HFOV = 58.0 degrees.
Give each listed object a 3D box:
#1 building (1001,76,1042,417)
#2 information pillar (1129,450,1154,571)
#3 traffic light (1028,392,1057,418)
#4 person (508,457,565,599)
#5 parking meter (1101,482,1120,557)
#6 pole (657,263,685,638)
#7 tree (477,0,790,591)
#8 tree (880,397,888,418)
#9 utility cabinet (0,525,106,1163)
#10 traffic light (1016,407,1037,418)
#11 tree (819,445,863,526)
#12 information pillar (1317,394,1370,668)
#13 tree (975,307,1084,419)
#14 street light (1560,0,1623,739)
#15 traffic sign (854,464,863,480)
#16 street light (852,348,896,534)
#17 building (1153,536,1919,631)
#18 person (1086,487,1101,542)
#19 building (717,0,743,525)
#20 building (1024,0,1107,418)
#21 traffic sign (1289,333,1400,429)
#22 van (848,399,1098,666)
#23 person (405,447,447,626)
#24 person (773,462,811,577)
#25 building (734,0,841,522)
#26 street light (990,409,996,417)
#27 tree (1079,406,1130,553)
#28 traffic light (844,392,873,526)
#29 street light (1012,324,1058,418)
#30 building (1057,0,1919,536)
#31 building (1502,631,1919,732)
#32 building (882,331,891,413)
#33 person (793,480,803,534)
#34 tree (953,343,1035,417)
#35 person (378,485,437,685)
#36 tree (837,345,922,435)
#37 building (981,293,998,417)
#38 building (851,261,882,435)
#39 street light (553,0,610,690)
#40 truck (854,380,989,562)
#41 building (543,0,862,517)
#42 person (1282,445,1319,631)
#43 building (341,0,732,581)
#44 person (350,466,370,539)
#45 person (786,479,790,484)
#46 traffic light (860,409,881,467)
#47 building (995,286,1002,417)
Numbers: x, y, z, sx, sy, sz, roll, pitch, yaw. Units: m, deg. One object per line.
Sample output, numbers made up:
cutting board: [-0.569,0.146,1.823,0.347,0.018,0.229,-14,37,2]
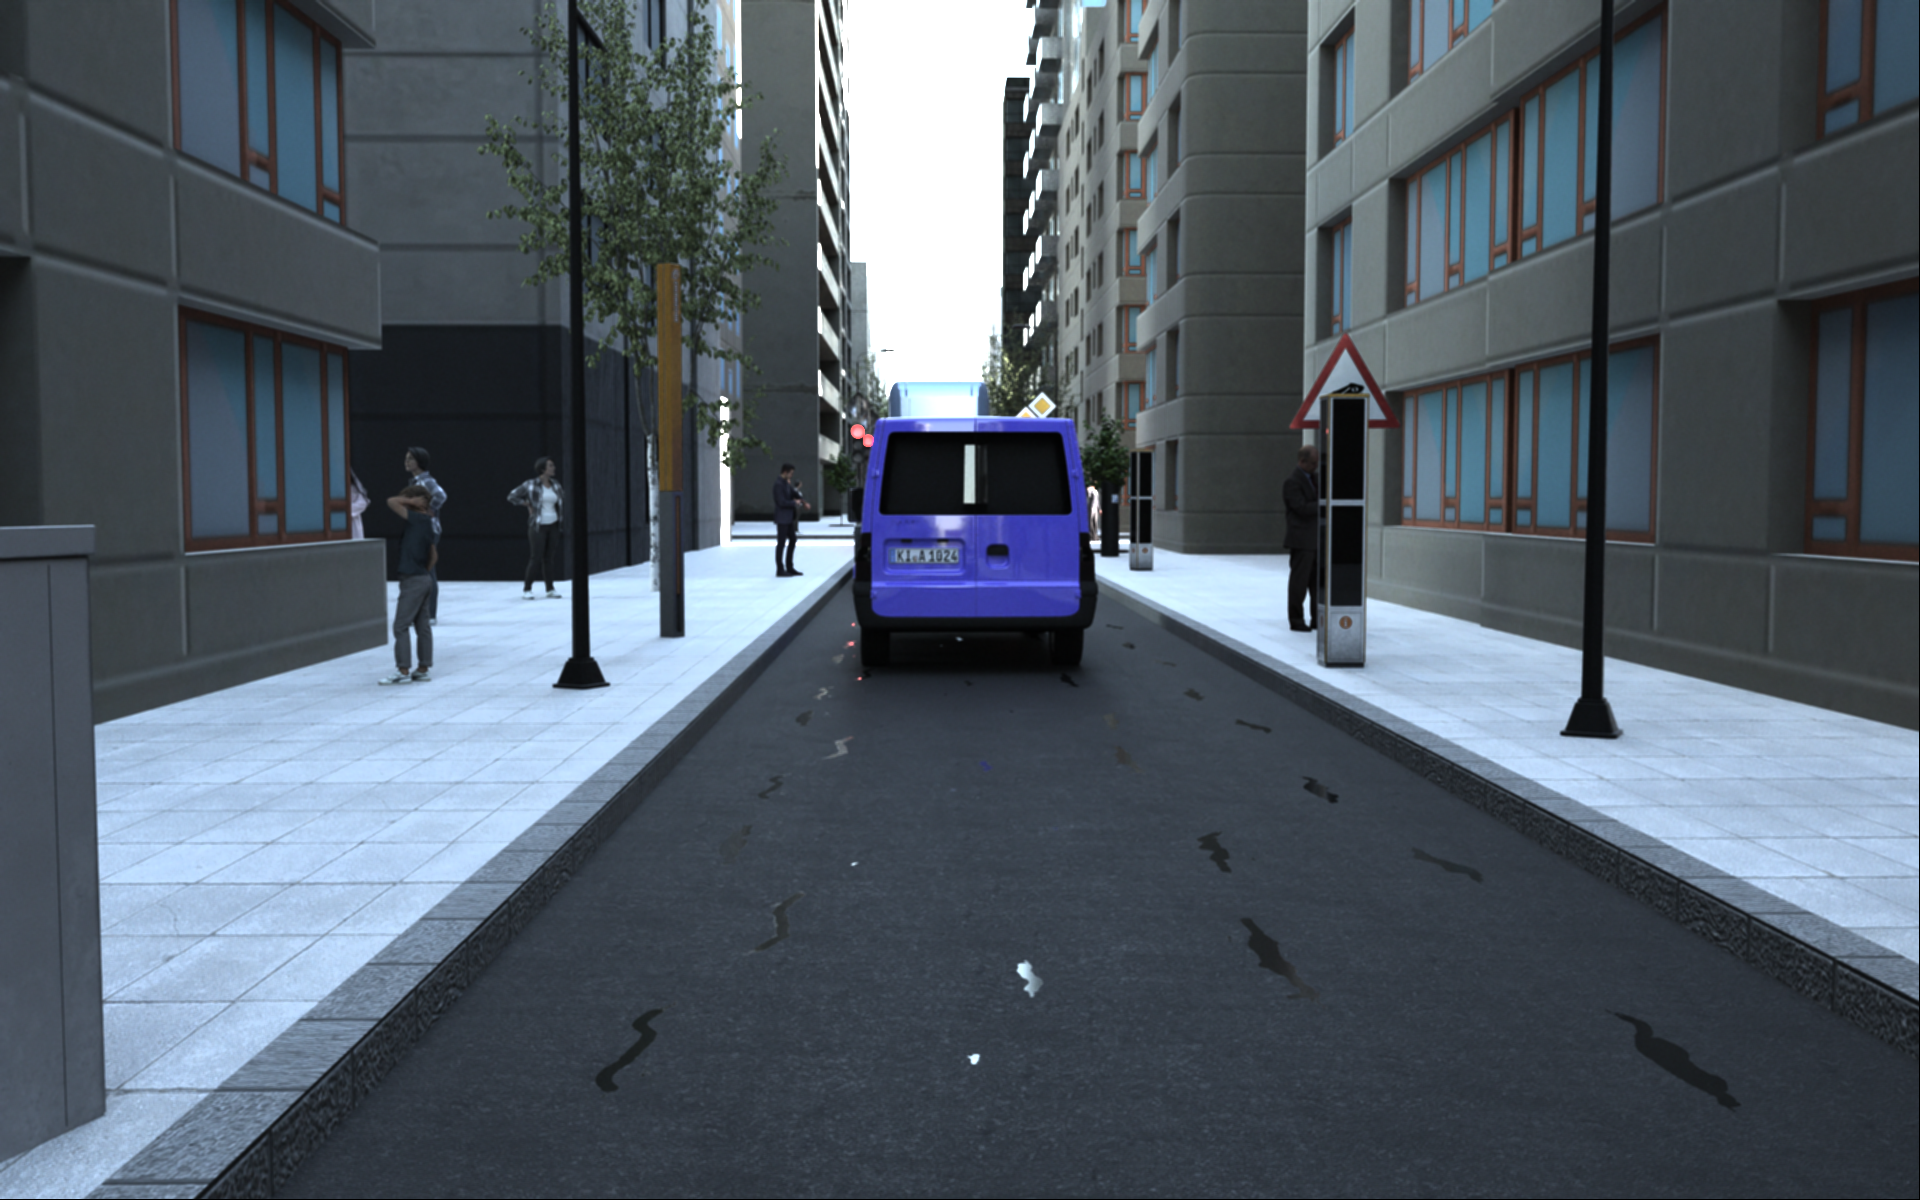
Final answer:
building: [9.894,-21.521,123.577,14.160,30.474,14.107,0,4,-1]
information pillar: [3.045,-1.502,29.054,0.304,2.012,0.304,-1,4,-20]
traffic light: [2.235,-3.589,47.606,0.839,4.253,0.868,0,4,-1]
person: [-5.143,-0.890,21.325,0.376,1.734,0.841,3,5,42]
parking meter: [3.081,-1.660,35.555,0.372,1.533,0.369,0,3,0]
pole: [-2.582,-1.322,15.456,0.158,3.312,0.155,0,3,0]
tree: [-4.008,-4.404,22.376,4.737,8.622,4.395,0,3,0]
tree: [-5.905,-15.571,180.349,9.928,11.665,9.643,0,3,0]
utility cabinet: [-2.042,0.492,3.110,0.306,1.237,1.020,1,4,16]
traffic light: [2.093,-4.078,55.589,0.839,4.253,0.868,0,4,-1]
tree: [-4.605,-4.561,69.168,1.663,3.219,1.824,0,3,0]
information pillar: [2.840,-0.512,12.863,0.304,2.012,0.304,0,4,-1]
tree: [2.676,-7.257,69.020,4.360,8.622,3.978,0,3,0]
street light: [2.830,-2.234,9.063,1.470,5.913,1.316,0,4,-1]
traffic sign: [-3.452,-3.888,63.576,0.884,2.594,0.081,0,4,3]
street light: [-2.729,-5.067,55.379,1.470,5.913,1.316,0,4,-1]
building: [18.698,-11.361,30.793,27.650,21.520,28.899,0,4,-1]
person: [3.580,-2.428,46.549,0.445,1.727,0.742,0,4,7]
building: [-15.822,-25.307,63.880,14.600,45.320,14.200,0,4,-1]
building: [15.262,-29.411,100.476,23.786,49.044,30.456,0,4,-1]
traffic sign: [3.125,-0.864,14.127,0.884,2.594,0.081,0,4,7]
van: [0.031,-0.718,16.128,2.240,2.365,5.245,0,4,-2]
person: [-5.241,-0.623,16.956,0.376,1.734,0.841,-1,4,-20]
person: [-2.605,-1.251,26.947,0.568,1.767,0.683,0,4,6]
building: [-17.430,-28.496,89.609,21.300,48.544,21.600,0,4,-1]
street light: [1.349,-7.322,92.263,1.470,5.913,1.316,0,4,-1]
tree: [3.205,-2.663,38.135,1.663,3.219,1.824,0,3,0]
traffic light: [-2.765,-3.583,47.501,0.839,4.253,0.868,0,4,-1]
street light: [2.117,-4.590,47.591,1.470,5.913,1.316,0,4,-1]
building: [19.413,-13.794,70.565,28.899,21.520,27.650,0,4,-1]
building: [19.122,-9.597,1.951,27.650,21.520,28.899,0,4,-1]
building: [-23.786,-20.162,196.098,31.486,18.905,16.747,0,4,-1]
person: [-5.265,-2.991,55.667,0.376,1.734,0.841,1,4,15]
tree: [1.833,-8.149,83.593,4.737,8.622,4.395,0,3,0]
person: [-3.767,-0.114,11.812,0.340,1.345,0.435,0,4,-6]
tree: [-3.937,-8.328,86.519,4.360,8.622,3.978,0,3,0]
building: [10.777,-18.023,161.127,16.747,18.905,31.486,0,4,-1]
building: [-15.653,-17.169,147.178,16.747,18.905,31.486,0,4,-1]
street light: [-1.980,-2.374,11.363,1.470,5.913,1.316,0,4,-1]
truck: [-0.452,-2.782,35.247,2.967,4.110,18.799,0,4,0]
building: [-15.692,-41.575,118.004,20.563,71.187,20.611,0,4,-1]
person: [3.323,-0.580,16.209,0.600,1.739,0.565,1,4,20]
building: [-16.165,-36.395,33.307,20.611,71.187,20.563,0,4,-1]
person: [-7.348,-0.852,20.639,0.621,1.740,0.551,2,4,32]
person: [-5.511,-2.974,54.802,0.434,1.807,0.598,3,4,36]
traffic light: [-2.907,-4.071,55.485,0.839,4.253,0.868,0,4,-1]
building: [10.917,-17.298,139.249,16.016,20.091,11.380,0,4,-1]
